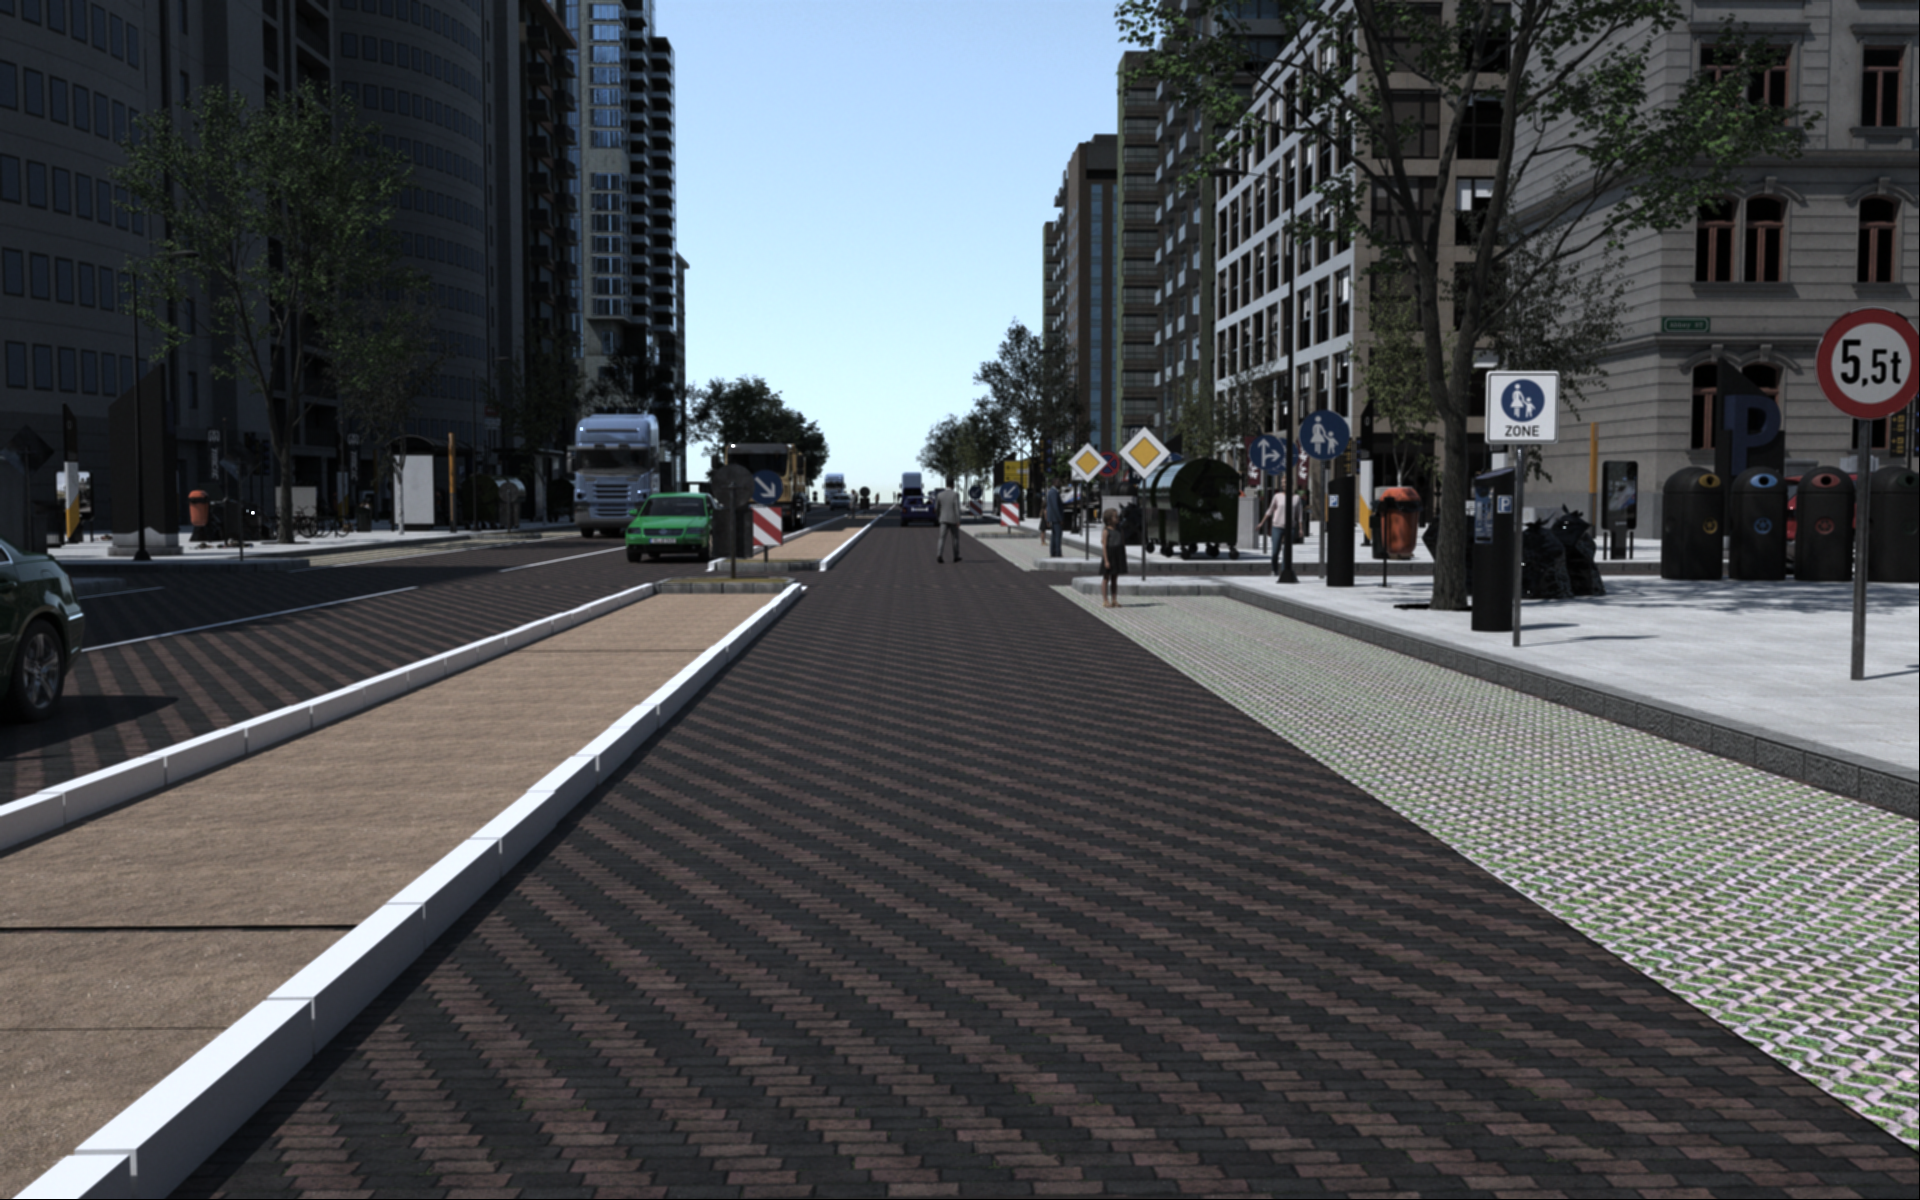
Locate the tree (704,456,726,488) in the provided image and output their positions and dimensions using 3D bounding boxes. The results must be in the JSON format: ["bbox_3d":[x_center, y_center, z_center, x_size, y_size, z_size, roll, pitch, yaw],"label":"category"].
[{"bbox_3d":[-19.705,-9.878,145.212,4.285,4.588,4.351,0,3,0],"label":"tree"}]

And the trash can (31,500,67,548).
[{"bbox_3d":[-21.638,-1.805,41.172,0.748,1.137,0.748,0,3,0],"label":"trash can"}]

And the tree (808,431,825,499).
[{"bbox_3d":[-22.123,-17.015,203.945,9.928,11.665,9.643,0,3,0],"label":"tree"}]

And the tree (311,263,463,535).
[{"bbox_3d":[-17.909,-6.369,54.498,4.360,8.622,3.978,0,3,0],"label":"tree"}]

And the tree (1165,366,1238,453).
[{"bbox_3d":[13.567,-9.086,98.920,4.737,8.622,4.395,0,3,0],"label":"tree"}]

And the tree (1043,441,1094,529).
[{"bbox_3d":[3.783,-4.156,62.555,1.663,3.219,1.824,0,3,0],"label":"tree"}]

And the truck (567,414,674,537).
[{"bbox_3d":[-11.688,-4.553,64.195,2.967,4.110,18.799,0,4,-3],"label":"truck"}]

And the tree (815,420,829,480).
[{"bbox_3d":[-23.844,-21.364,255.953,9.857,13.997,8.962,0,3,0],"label":"tree"}]

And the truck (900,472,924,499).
[{"bbox_3d":[-5.783,-13.391,208.698,2.967,4.110,18.799,0,4,-2],"label":"truck"}]

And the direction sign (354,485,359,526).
[{"bbox_3d":[-24.326,-4.768,69.947,0.379,3.537,0.876,0,4,-6],"label":"direction sign"}]

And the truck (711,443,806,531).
[{"bbox_3d":[-7.676,-4.442,68.554,3.469,3.379,9.791,0,4,-1],"label":"truck"}]

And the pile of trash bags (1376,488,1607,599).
[{"bbox_3d":[6.795,-0.799,22.817,1.912,1.369,3.447,-2,4,-31],"label":"pile of trash bags"}]

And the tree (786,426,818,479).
[{"bbox_3d":[-22.699,-18.384,234.986,7.601,10.594,8.767,-1,4,-15],"label":"tree"}]

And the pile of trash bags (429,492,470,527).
[{"bbox_3d":[-20.918,-3.666,69.691,1.912,1.369,3.447,-2,4,-25],"label":"pile of trash bags"}]

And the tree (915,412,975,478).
[{"bbox_3d":[-1.614,-21.224,257.380,12.009,13.543,11.850,0,3,0],"label":"tree"}]

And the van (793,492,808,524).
[{"bbox_3d":[-8.112,-4.535,81.151,2.013,2.044,4.112,0,4,-2],"label":"van"}]

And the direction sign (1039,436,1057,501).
[{"bbox_3d":[3.365,-4.666,68.283,0.379,3.537,0.876,-2,4,-30],"label":"direction sign"}]

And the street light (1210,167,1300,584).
[{"bbox_3d":[4.194,-3.197,24.810,1.470,5.913,1.316,0,4,-2],"label":"street light"}]

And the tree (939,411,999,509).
[{"bbox_3d":[1.220,-12.471,154.260,4.737,8.622,4.395,0,3,0],"label":"tree"}]

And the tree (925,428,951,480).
[{"bbox_3d":[0.793,-16.109,197.787,7.601,10.594,8.767,1,4,16],"label":"tree"}]

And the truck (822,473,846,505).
[{"bbox_3d":[-16.284,-14.742,230.784,2.967,4.110,18.799,0,4,-1],"label":"truck"}]

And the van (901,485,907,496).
[{"bbox_3d":[-5.110,-10.826,181.394,2.240,2.365,5.245,0,4,-2],"label":"van"}]

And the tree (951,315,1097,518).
[{"bbox_3d":[3.651,-9.575,90.957,7.601,10.594,8.767,0,4,3],"label":"tree"}]

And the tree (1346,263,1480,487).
[{"bbox_3d":[14.129,-6.403,55.044,4.737,8.622,4.395,0,3,0],"label":"tree"}]

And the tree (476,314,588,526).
[{"bbox_3d":[-17.141,-7.341,70.382,4.737,8.622,4.395,0,3,0],"label":"tree"}]

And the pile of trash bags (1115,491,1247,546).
[{"bbox_3d":[5.508,-2.072,43.630,3.447,1.369,1.912,1,4,11],"label":"pile of trash bags"}]

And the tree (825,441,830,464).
[{"bbox_3d":[-23.688,-20.936,268.057,9.928,11.665,9.643,0,3,0],"label":"tree"}]

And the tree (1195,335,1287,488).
[{"bbox_3d":[12.966,-7.897,79.476,4.360,8.622,3.978,0,3,0],"label":"tree"}]

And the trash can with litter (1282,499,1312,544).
[{"bbox_3d":[8.533,-2.015,44.329,0.624,1.170,1.055,2,4,35],"label":"trash can with litter"}]

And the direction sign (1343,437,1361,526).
[{"bbox_3d":[15.646,-4.702,68.868,0.876,3.537,0.379,3,4,36],"label":"direction sign"}]

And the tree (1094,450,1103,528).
[{"bbox_3d":[4.666,-4.410,66.701,1.663,3.219,1.824,0,3,0],"label":"tree"}]

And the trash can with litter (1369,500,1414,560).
[{"bbox_3d":[8.502,-1.379,33.926,0.624,1.170,1.055,-2,4,-25],"label":"trash can with litter"}]

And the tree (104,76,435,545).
[{"bbox_3d":[-17.358,-7.237,44.087,9.928,11.665,9.643,0,3,0],"label":"tree"}]

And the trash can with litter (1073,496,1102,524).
[{"bbox_3d":[5.907,-3.932,75.349,2.233,1.210,1.678,-3,5,-40],"label":"trash can with litter"}]

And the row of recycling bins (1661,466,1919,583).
[{"bbox_3d":[12.331,-1.139,25.744,3.534,1.692,1.069,1,4,17],"label":"row of recycling bins"}]

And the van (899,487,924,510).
[{"bbox_3d":[-4.268,-9.146,153.913,2.240,2.365,5.245,0,4,-3],"label":"van"}]

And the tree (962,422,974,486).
[{"bbox_3d":[2.412,-10.446,121.158,4.360,8.622,3.978,0,3,0],"label":"tree"}]

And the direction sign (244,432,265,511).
[{"bbox_3d":[-26.049,-4.382,63.637,0.876,3.537,0.379,3,5,44],"label":"direction sign"}]

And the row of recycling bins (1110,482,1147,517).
[{"bbox_3d":[6.644,-3.114,58.028,3.534,1.692,1.069,-2,4,-28],"label":"row of recycling bins"}]

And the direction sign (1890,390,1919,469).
[{"bbox_3d":[20.113,-2.734,36.704,0.379,3.537,0.876,-2,4,-28],"label":"direction sign"}]

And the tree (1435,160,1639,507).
[{"bbox_3d":[12.612,-5.375,38.241,4.360,8.622,3.978,0,3,0],"label":"tree"}]

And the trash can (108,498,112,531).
[{"bbox_3d":[-28.016,-2.825,57.837,0.748,1.137,0.748,0,3,0],"label":"trash can"}]

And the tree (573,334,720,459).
[{"bbox_3d":[-18.149,-10.155,100.447,8.767,10.594,7.601,-1,4,-11],"label":"tree"}]

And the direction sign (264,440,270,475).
[{"bbox_3d":[-29.092,-4.903,72.161,0.379,3.537,0.876,2,4,23],"label":"direction sign"}]

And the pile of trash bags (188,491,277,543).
[{"bbox_3d":[-19.958,-2.271,46.886,1.912,1.369,3.447,0,4,0],"label":"pile of trash bags"}]

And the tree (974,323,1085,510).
[{"bbox_3d":[3.503,-7.553,73.857,4.360,8.622,3.978,0,3,0],"label":"tree"}]

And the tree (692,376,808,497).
[{"bbox_3d":[-20.326,-13.926,153.451,9.928,11.665,9.643,0,3,0],"label":"tree"}]

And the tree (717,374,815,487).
[{"bbox_3d":[-21.222,-16.870,182.471,9.857,13.997,8.962,0,3,0],"label":"tree"}]

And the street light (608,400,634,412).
[{"bbox_3d":[-16.797,-6.921,85.697,1.470,5.913,1.316,0,4,-2],"label":"street light"}]

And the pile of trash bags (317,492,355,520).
[{"bbox_3d":[-31.179,-4.691,86.451,1.912,1.369,3.447,-2,4,-24],"label":"pile of trash bags"}]

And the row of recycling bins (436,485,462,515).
[{"bbox_3d":[-23.371,-4.574,81.890,3.534,1.692,1.069,-2,4,-33],"label":"row of recycling bins"}]

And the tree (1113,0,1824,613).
[{"bbox_3d":[5.344,-5.687,18.742,9.928,11.665,9.643,0,3,0],"label":"tree"}]
